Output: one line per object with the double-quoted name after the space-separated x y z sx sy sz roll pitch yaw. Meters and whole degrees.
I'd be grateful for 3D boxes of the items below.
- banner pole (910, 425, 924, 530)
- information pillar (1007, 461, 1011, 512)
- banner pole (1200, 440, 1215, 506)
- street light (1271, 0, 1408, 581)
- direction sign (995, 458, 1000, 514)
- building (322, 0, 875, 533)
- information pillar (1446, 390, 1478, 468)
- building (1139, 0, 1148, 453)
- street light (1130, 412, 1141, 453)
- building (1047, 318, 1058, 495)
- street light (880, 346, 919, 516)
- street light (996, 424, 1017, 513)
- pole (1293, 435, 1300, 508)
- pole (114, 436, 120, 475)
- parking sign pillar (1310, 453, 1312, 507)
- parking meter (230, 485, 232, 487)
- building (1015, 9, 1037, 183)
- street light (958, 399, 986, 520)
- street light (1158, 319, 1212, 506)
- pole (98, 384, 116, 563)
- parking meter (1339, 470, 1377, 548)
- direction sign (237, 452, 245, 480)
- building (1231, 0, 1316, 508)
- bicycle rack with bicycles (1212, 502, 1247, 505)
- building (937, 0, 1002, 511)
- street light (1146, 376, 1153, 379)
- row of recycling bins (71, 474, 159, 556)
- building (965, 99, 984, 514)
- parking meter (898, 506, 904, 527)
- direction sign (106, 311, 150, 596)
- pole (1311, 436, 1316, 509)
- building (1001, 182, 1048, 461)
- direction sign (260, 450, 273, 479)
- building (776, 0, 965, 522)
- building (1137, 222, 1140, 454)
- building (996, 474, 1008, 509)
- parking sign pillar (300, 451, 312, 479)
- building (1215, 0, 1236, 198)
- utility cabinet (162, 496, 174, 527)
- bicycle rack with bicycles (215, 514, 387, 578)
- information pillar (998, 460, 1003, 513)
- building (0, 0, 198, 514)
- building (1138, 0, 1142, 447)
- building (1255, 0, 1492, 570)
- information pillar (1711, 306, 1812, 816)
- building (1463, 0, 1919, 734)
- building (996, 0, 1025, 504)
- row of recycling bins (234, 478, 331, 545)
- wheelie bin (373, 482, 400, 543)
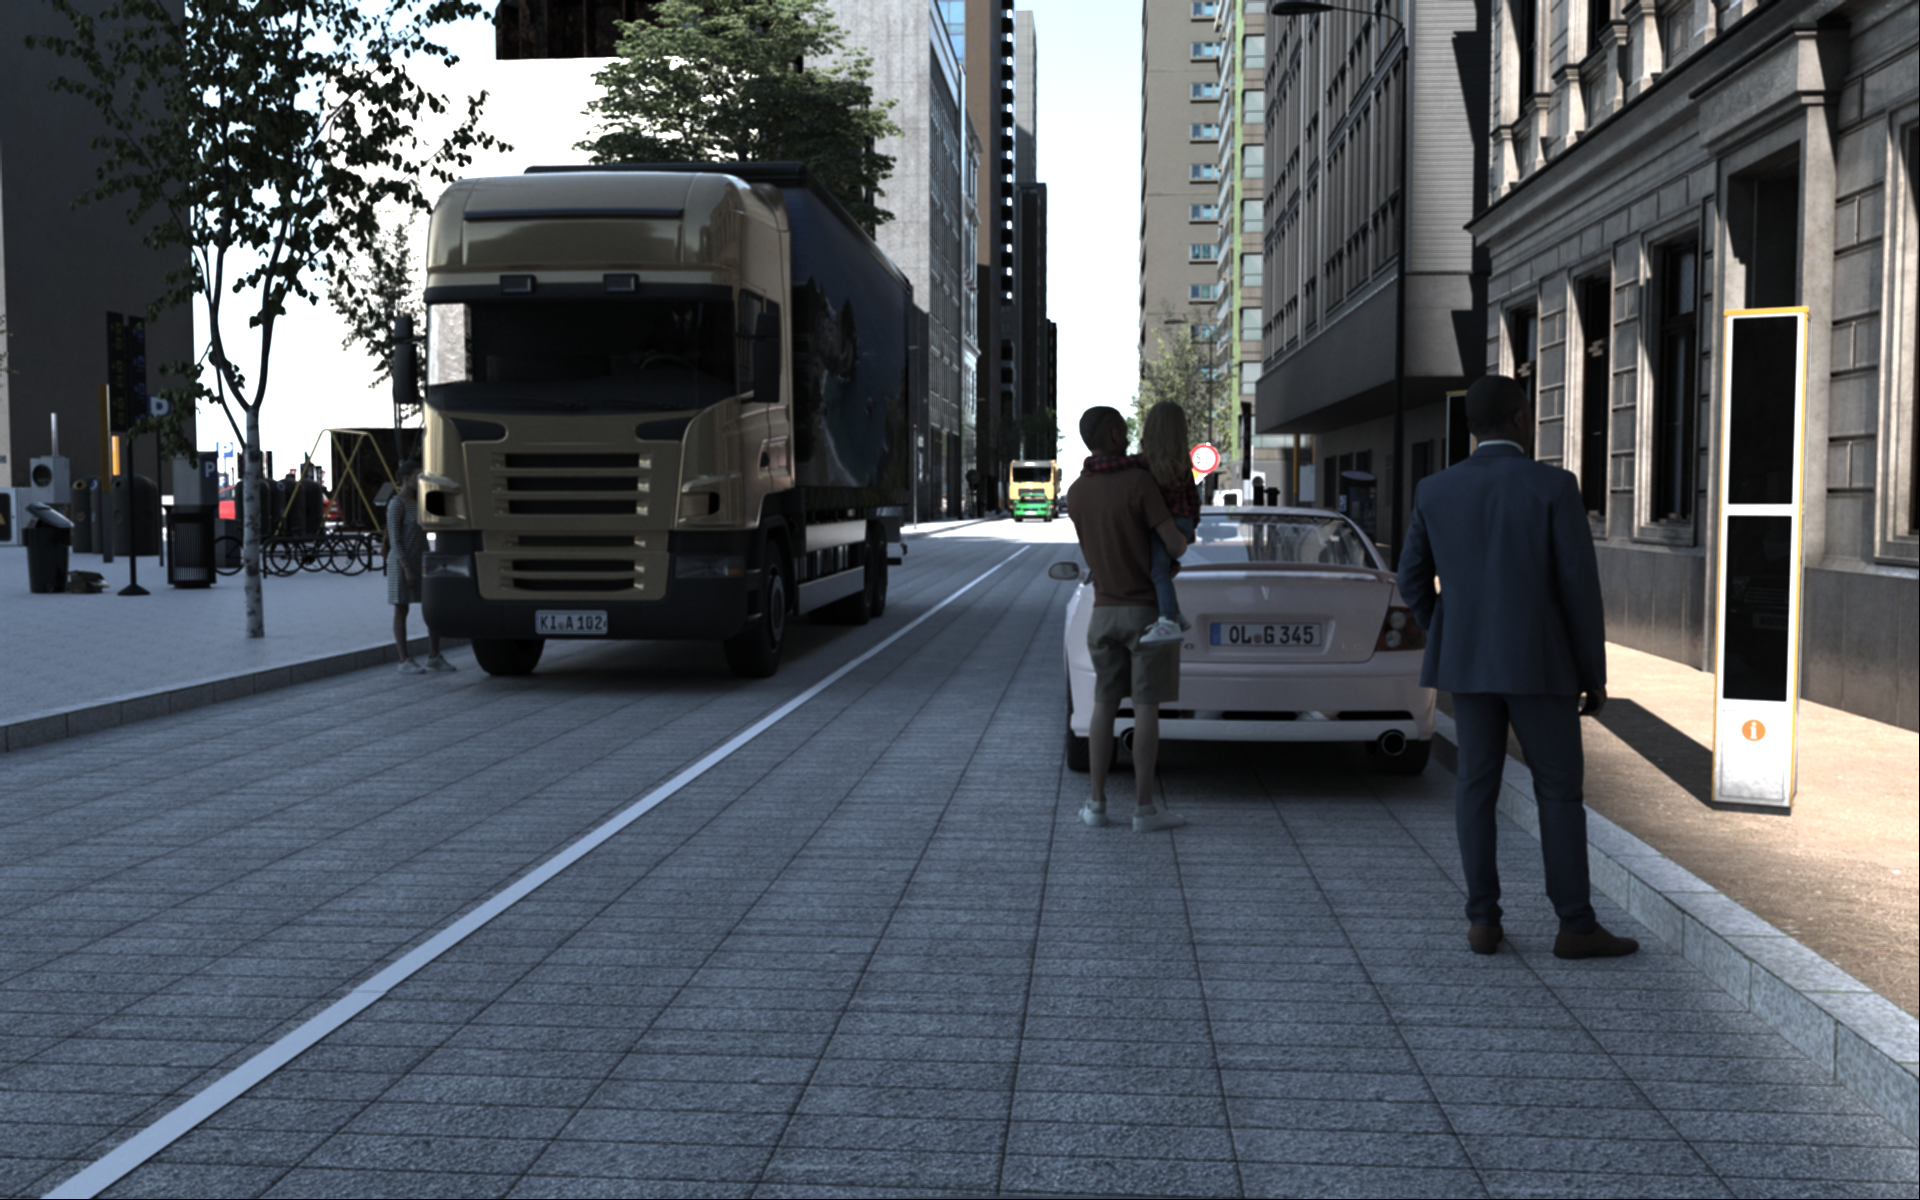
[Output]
-1.505 -4.451 62.787 0.401 3.779 0.863 2 4 28 "banner pole"
3.429 -7.953 121.387 0.183 3.616 0.504 2 4 26 "information pillar"
11.473 -5.507 80.061 0.863 3.779 0.401 0 4 7 "banner pole"
3.627 -2.684 16.424 1.470 5.913 1.316 0 4 5 "street light"
2.380 -7.165 109.137 0.379 3.537 0.876 1 4 17 "direction sign"
-11.763 -12.045 64.393 16.820 18.784 16.811 0 4 5 "building"
3.689 -0.485 12.420 0.304 2.012 0.304 -2 4 -23 "information pillar"
25.587 -31.616 140.619 21.300 48.544 21.600 0 4 5 "building"
10.547 -7.707 98.543 1.470 5.913 1.316 0 4 5 "street light"
8.561 -31.121 280.530 14.160 30.474 14.107 0 4 5 "building"
-1.972 -5.023 54.668 1.470 5.913 1.316 0 4 5 "street light"
3.030 -8.658 114.094 1.470 5.913 1.316 0 4 5 "street light"
11.019 -3.846 56.728 0.158 3.312 0.155 0 3 0 "pole"
-29.698 -4.107 60.998 0.158 3.312 0.155 0 3 0 "pole"
16.625 -5.529 78.878 1.447 3.967 1.447 3 4 38 "parking sign pillar"
-48.442 -6.672 114.798 0.399 1.863 0.255 1 4 22 "parking meter"
3.443 -50.402 262.327 20.563 71.187 20.611 0 4 5 "building"
0.567 -6.843 84.423 1.470 5.913 1.316 0 4 5 "street light"
6.114 -4.499 46.093 1.470 5.913 1.316 0 4 5 "street light"
-15.941 -2.354 32.329 0.158 3.312 0.155 0 3 0 "pole"
4.087 -0.575 17.811 0.372 1.533 0.369 0 3 0 "parking meter"
-38.273 -6.131 92.244 0.876 3.537 0.379 3 5 42 "direction sign"
20.775 -24.674 87.022 14.154 41.232 14.086 0 4 5 "building"
11.528 -3.738 74.506 2.925 0.926 2.852 -2 4 -27 "bicycle rack with bicycles"
-4.042 -29.780 137.008 14.600 45.320 14.200 0 4 5 "building"
8.029 -5.865 68.435 1.470 5.913 1.316 0 4 5 "street light"
-18.061 -1.832 37.058 1.069 1.692 3.534 -3 5 -43 "row of recycling bins"
-5.842 -19.721 108.343 13.634 28.700 20.117 0 4 5 "building"
-2.335 -3.561 66.640 0.372 1.533 0.369 0 3 0 "parking meter"
-10.522 -1.832 21.949 0.379 3.537 0.876 0 4 2 "direction sign"
12.530 -4.123 61.255 0.158 3.312 0.155 0 3 0 "pole"
3.885 -32.891 221.355 14.154 41.232 14.086 0 4 5 "building"
-36.075 -5.993 89.989 0.876 3.537 0.379 1 4 11 "direction sign"
-6.544 -16.541 88.464 12.078 24.808 19.932 0 4 5 "building"
38.967 -39.804 270.402 23.786 49.044 30.456 0 4 5 "building"
-11.401 -28.442 156.905 32.217 40.220 23.993 0 4 5 "building"
-40.606 -7.289 107.649 1.447 3.967 1.447 -3 4 -36 "parking sign pillar"
29.961 -25.886 115.122 32.217 40.220 23.993 0 4 5 "building"
-30.709 -3.405 66.827 1.020 1.237 0.306 -2 4 -34 "utility cabinet"
-10.387 -0.867 27.562 2.925 0.926 2.852 -2 4 -25 "bicycle rack with bicycles"
2.774 -7.893 120.401 0.183 3.616 0.504 -2 4 -35 "information pillar"
-44.393 -16.663 65.953 24.014 27.812 14.314 0 4 5 "building"
30.019 -39.484 187.566 21.231 58.520 28.212 0 4 5 "building"
13.673 -14.575 31.816 14.314 27.812 24.014 0 4 5 "building"
3.248 -0.155 7.021 0.304 2.012 0.304 2 4 29 "information pillar"
10.025 -8.934 10.700 10.561 19.102 19.286 0 4 5 "building"
-3.965 -53.230 182.974 22.319 86.520 31.000 0 4 5 "building"
-17.654 -2.310 44.878 1.069 1.692 3.534 0 4 8 "row of recycling bins"
-14.931 -2.295 45.429 0.980 1.594 0.693 3 4 37 "wheelie bin"
